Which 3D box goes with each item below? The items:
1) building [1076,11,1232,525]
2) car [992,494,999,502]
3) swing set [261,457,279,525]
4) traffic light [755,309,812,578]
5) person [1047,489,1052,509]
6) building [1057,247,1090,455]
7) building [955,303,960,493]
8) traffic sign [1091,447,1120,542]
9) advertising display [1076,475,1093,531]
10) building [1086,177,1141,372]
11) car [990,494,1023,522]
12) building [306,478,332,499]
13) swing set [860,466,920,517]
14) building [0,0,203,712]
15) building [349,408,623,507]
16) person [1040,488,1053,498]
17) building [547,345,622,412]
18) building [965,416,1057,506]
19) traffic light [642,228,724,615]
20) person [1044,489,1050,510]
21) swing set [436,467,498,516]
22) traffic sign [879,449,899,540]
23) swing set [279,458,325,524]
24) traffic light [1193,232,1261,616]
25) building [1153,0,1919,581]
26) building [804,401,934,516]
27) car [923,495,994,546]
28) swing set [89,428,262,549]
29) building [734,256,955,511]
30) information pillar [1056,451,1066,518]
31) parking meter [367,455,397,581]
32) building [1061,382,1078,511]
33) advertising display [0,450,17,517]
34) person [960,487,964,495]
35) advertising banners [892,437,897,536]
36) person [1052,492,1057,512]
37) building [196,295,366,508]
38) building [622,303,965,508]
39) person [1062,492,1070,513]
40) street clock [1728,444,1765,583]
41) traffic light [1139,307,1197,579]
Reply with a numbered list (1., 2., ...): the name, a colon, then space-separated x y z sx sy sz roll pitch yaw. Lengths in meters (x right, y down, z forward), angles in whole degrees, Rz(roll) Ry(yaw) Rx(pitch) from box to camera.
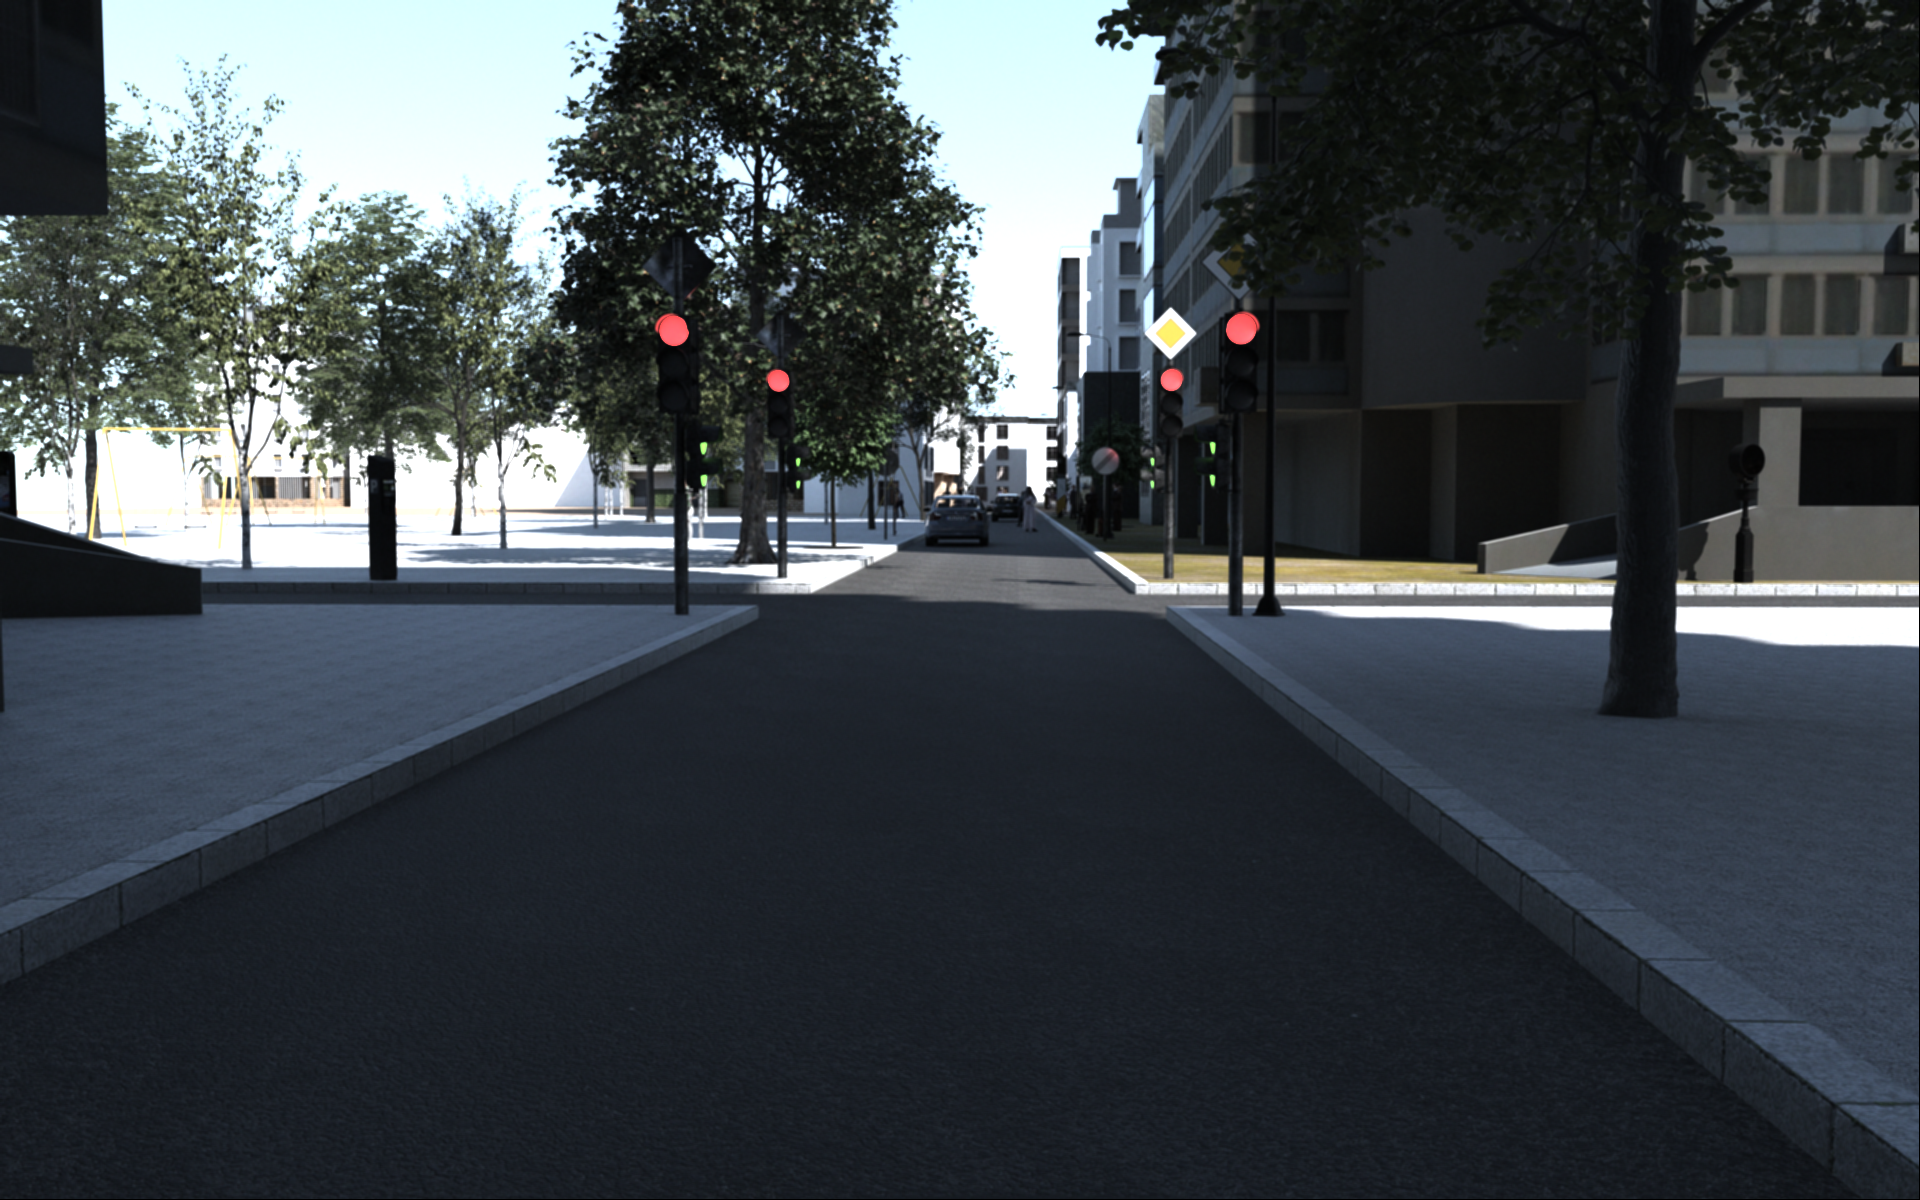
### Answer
1. building: 17.511 -47.151 83.586 22.319 86.520 31.000 0 4 2
2. car: 3.264 -7.002 124.703 2.015 1.641 3.980 0 4 2
3. swing set: -30.076 -4.455 70.452 3.119 2.851 2.862 1 4 15
4. traffic light: -2.694 -2.288 26.324 0.839 4.253 0.868 0 4 2
5. person: 7.644 -8.658 148.273 0.551 1.740 0.621 3 4 36
6. building: 22.796 -19.273 159.088 27.936 21.610 32.646 0 4 2
7. building: -7.996 -17.798 147.412 16.016 20.091 11.380 0 4 2
8. traffic sign: 3.922 -2.854 46.770 0.768 2.556 0.104 0 4 4
9. advertising display: 4.345 -3.380 60.475 0.123 1.923 0.974 2 4 33
10. building: 16.039 -15.458 109.159 16.016 20.091 11.380 0 4 2
11. car: 2.573 -4.972 91.081 2.009 1.686 4.222 0 4 4
12. building: -60.050 -15.355 193.196 28.070 9.664 9.099 0 4 2
13. swing set: -3.851 -6.040 96.374 2.862 2.851 3.119 -1 4 -20
14. building: -17.009 -19.065 3.597 23.993 40.220 32.217 0 4 2
15. building: -45.843 -14.175 173.909 28.070 9.664 9.099 0 4 2
16. person: 7.643 -8.882 151.286 1.348 1.821 0.705 -1 4 -21
17. building: -40.247 -20.709 195.011 11.380 20.091 16.016 0 4 2
18. building: 7.422 -15.197 190.625 28.070 9.664 9.099 0 4 2
19. traffic light: -2.950 -1.800 18.343 0.839 4.253 0.868 0 4 2
20. person: 7.256 -8.386 143.887 0.721 1.736 1.217 2 4 24
21. swing set: -28.627 -6.297 100.571 2.862 2.851 3.119 0 4 -1
22. traffic sign: -2.090 -2.967 48.608 0.768 2.556 0.104 0 4 7
23. swing set: -28.897 -4.696 74.402 3.119 2.851 2.862 -2 4 -28
24. traffic light: 2.889 -1.789 18.173 0.839 4.253 0.868 0 4 2
25. building: 17.256 -21.312 40.337 23.993 40.220 32.217 0 4 2
26. building: -6.138 -10.644 116.181 9.099 9.664 28.070 0 4 2
27. car: -0.057 -2.261 48.962 2.014 1.417 4.499 0 4 1
28. swing set: -18.695 -2.668 41.247 3.119 2.851 2.862 -1 4 -10
29. building: -8.800 -17.078 135.644 16.016 20.091 11.380 0 4 2
30. information pillar: 5.407 -6.190 92.560 0.504 3.616 0.183 0 4 5
31. parking meter: -8.597 -1.228 25.784 0.399 1.863 0.255 3 4 37
32. building: 12.469 -11.451 129.364 9.099 9.664 28.070 0 4 2
33. advertising display: -14.514 -1.257 25.759 0.974 1.923 0.123 0 4 5
34. person: 0.102 -7.733 132.558 0.705 1.814 1.350 -1 4 -19
35. advertising banners: -2.031 -3.504 53.477 0.090 3.025 2.074 0 4 0
36. person: 7.028 -7.184 126.738 0.697 1.427 0.421 -3 4 -38
37. building: -66.413 -19.260 171.326 11.380 20.091 16.016 0 4 2
38. building: -15.484 -18.509 169.073 31.486 18.905 16.747 0 4 2
39. person: 7.077 -6.689 116.350 0.756 1.711 0.436 0 4 -6
40. street clock: 11.353 -1.252 25.038 0.471 2.002 0.358 -1 4 -22
41. traffic light: 3.144 -2.277 26.154 0.839 4.253 0.868 0 4 2
